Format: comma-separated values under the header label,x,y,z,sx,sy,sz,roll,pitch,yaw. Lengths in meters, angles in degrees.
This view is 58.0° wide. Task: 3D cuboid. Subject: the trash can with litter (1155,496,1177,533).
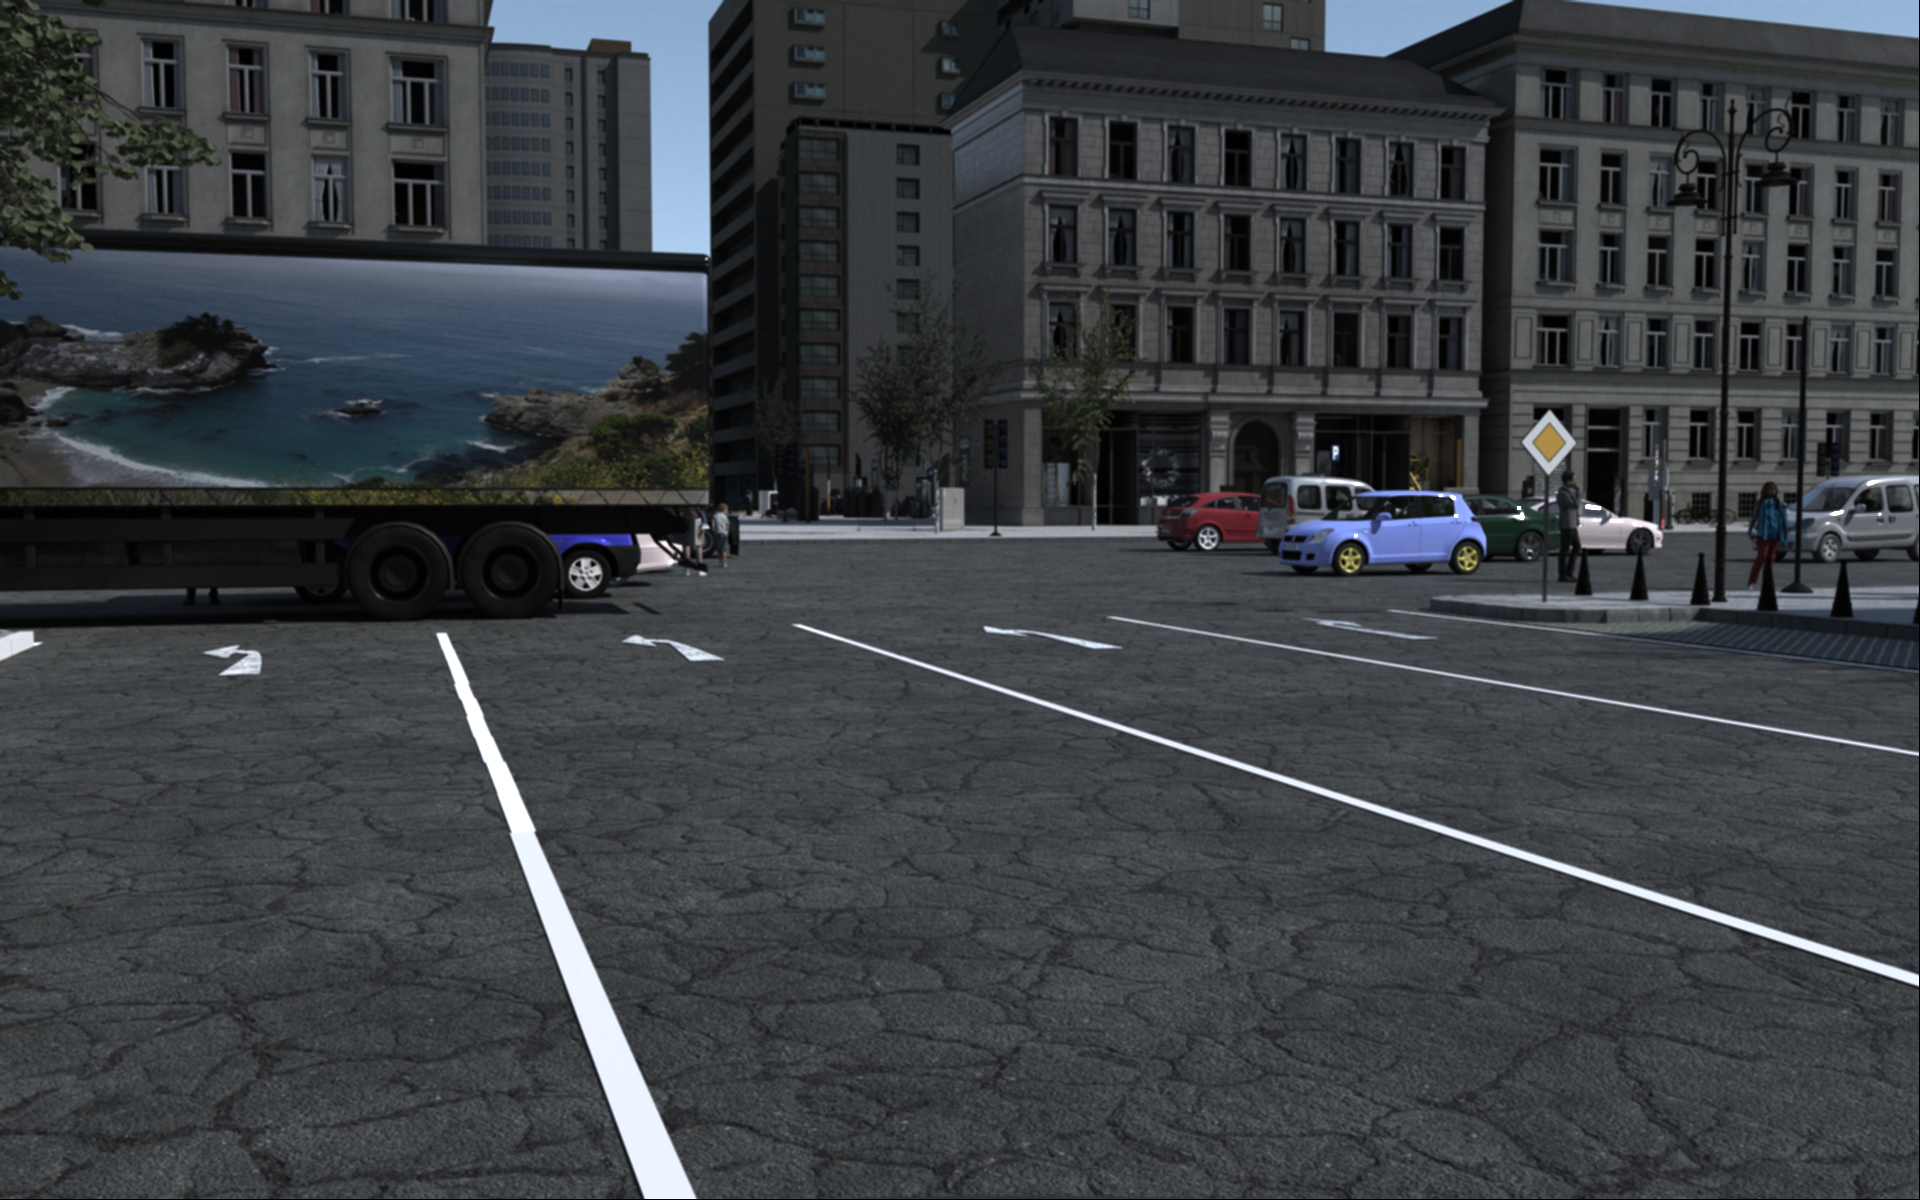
label,x,y,z,sx,sy,sz,roll,pitch,yaw
trash can with litter,7.258,-2.821,57.182,1.678,1.210,2.233,2,4,34

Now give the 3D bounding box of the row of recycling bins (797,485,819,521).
label,x,y,z,sx,sy,sz,roll,pitch,yaw
row of recycling bins,-7.351,-4.695,83.872,1.069,1.692,3.534,0,4,-2

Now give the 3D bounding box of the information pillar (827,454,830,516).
label,x,y,z,sx,sy,sz,roll,pitch,yaw
information pillar,-7.701,-6.735,101.478,0.183,3.616,0.504,-1,4,-11

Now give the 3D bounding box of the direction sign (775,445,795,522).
label,x,y,z,sx,sy,sz,roll,pitch,yaw
direction sign,-8.003,-5.337,79.256,0.876,3.537,0.379,-1,4,-8

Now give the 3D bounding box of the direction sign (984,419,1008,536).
label,x,y,z,sx,sy,sz,roll,pitch,yaw
direction sign,1.090,-3.720,52.819,0.876,3.537,0.379,3,4,39

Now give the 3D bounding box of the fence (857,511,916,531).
label,x,y,z,sx,sy,sz,roll,pitch,yaw
fence,-2.579,-2.776,60.770,2.069,0.683,0.278,0,4,8

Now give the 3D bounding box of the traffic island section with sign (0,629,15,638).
label,x,y,z,sx,sy,sz,roll,pitch,yaw
traffic island section with sign,-9.560,-0.441,15.340,2.006,1.907,1.989,-1,4,-18

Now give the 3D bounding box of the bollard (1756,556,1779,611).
label,x,y,z,sx,sy,sz,roll,pitch,yaw
bollard,8.897,-0.185,19.065,0.229,0.601,0.229,0,3,0

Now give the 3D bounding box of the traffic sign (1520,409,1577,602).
label,x,y,z,sx,sy,sz,roll,pitch,yaw
traffic sign,6.925,-1.029,20.464,0.795,2.450,0.064,-1,4,-18

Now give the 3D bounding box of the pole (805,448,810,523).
label,x,y,z,sx,sy,sz,roll,pitch,yaw
pole,-6.736,-5.065,76.661,0.158,3.312,0.155,0,3,0

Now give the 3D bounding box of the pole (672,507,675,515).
label,x,y,z,sx,sy,sz,roll,pitch,yaw
pole,-16.542,-6.480,99.796,0.158,3.312,0.155,0,3,0

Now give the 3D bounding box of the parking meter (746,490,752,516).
label,x,y,z,sx,sy,sz,roll,pitch,yaw
parking meter,-12.488,-5.758,102.555,0.372,1.533,0.369,0,3,0

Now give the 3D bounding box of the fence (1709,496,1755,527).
label,x,y,z,sx,sy,sz,roll,pitch,yaw
fence,30.333,-3.470,67.944,2.264,1.192,0.480,-2,4,-31

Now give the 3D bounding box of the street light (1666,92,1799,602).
label,x,y,z,sx,sy,sz,roll,pitch,yaw
street light,9.042,-2.915,20.448,0.468,5.910,1.993,-1,4,-18

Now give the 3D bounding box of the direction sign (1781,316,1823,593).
label,x,y,z,sx,sy,sz,roll,pitch,yaw
direction sign,10.918,-1.865,22.484,0.379,3.537,0.876,2,4,24

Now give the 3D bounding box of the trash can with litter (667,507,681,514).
label,x,y,z,sx,sy,sz,roll,pitch,yaw
trash can with litter,-18.102,-6.001,109.510,1.055,1.170,0.624,0,4,-2

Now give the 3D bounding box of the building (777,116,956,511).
label,x,y,z,sx,sy,sz,roll,pitch,yaw
building,-7.429,-22.373,137.503,14.160,30.474,14.107,-1,4,-18

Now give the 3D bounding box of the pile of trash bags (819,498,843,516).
label,x,y,z,sx,sy,sz,roll,pitch,yaw
pile of trash bags,-6.708,-5.762,103.962,3.447,1.369,1.912,-1,4,-12

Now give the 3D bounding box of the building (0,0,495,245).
label,x,y,z,sx,sy,sz,roll,pitch,yaw
building,-32.304,-14.048,62.963,30.059,22.955,16.112,-1,4,-18

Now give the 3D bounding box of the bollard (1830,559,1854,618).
label,x,y,z,sx,sy,sz,roll,pitch,yaw
bollard,9.220,-0.125,18.087,0.229,0.601,0.229,0,3,0

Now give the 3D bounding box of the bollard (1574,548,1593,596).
label,x,y,z,sx,sy,sz,roll,pitch,yaw
bollard,7.922,-0.364,21.988,0.229,0.601,0.229,0,3,0

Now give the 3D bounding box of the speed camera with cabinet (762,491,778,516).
label,x,y,z,sx,sy,sz,roll,pitch,yaw
speed camera with cabinet,-10.061,-6.231,96.220,0.660,3.252,2.038,3,5,44

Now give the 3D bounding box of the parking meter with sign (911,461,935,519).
label,x,y,z,sx,sy,sz,roll,pitch,yaw
parking meter with sign,-2.045,-5.819,91.400,0.543,3.016,1.738,2,4,24

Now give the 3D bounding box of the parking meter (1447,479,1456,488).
label,x,y,z,sx,sy,sz,roll,pitch,yaw
parking meter,19.181,-3.777,67.461,0.399,1.863,0.255,1,4,19

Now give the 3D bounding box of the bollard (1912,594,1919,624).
label,x,y,z,sx,sy,sz,roll,pitch,yaw
bollard,9.544,-0.065,17.107,0.229,0.601,0.229,0,3,0

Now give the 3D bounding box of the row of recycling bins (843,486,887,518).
label,x,y,z,sx,sy,sz,roll,pitch,yaw
row of recycling bins,-5.203,-5.326,94.187,1.069,1.692,3.534,-3,4,-37

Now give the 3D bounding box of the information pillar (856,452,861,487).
label,x,y,z,sx,sy,sz,roll,pitch,yaw
information pillar,-5.665,-6.433,96.535,0.183,3.616,0.504,-2,4,-31

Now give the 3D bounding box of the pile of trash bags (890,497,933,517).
label,x,y,z,sx,sy,sz,roll,pitch,yaw
pile of trash bags,-2.140,-5.391,97.894,3.447,1.369,1.912,-2,4,-25

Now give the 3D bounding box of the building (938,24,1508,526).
label,x,y,z,sx,sy,sz,roll,pitch,yaw
building,2.362,-13.555,72.529,40.483,20.767,10.553,-1,4,-18

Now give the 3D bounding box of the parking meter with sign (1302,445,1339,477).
label,x,y,z,sx,sy,sz,roll,pitch,yaw
parking meter with sign,12.744,-4.049,62.458,1.738,3.016,0.543,3,5,40

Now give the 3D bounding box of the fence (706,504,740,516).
label,x,y,z,sx,sy,sz,roll,pitch,yaw
fence,-11.547,-4.234,84.601,2.069,0.683,0.278,2,4,24

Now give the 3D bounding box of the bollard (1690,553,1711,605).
label,x,y,z,sx,sy,sz,roll,pitch,yaw
bollard,8.572,-0.245,20.040,0.229,0.601,0.229,0,3,0

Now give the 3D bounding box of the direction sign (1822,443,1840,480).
label,x,y,z,sx,sy,sz,roll,pitch,yaw
direction sign,38.264,-5.162,76.394,0.876,3.537,0.379,1,4,22

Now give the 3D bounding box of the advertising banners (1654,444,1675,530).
label,x,y,z,sx,sy,sz,roll,pitch,yaw
advertising banners,24.924,-3.986,61.356,0.090,3.025,2.074,3,5,41

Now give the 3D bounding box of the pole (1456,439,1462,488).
label,x,y,z,sx,sy,sz,roll,pitch,yaw
pole,18.576,-4.324,64.540,0.158,3.312,0.155,0,3,0

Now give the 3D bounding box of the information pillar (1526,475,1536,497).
label,x,y,z,sx,sy,sz,roll,pitch,yaw
information pillar,22.401,-3.885,68.012,0.304,2.012,0.304,0,4,6

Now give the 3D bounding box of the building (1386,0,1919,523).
label,x,y,z,sx,sy,sz,roll,pitch,yaw
building,35.027,-15.456,85.993,30.059,22.955,16.112,-1,4,-18

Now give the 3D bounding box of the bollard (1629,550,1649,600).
label,x,y,z,sx,sy,sz,roll,pitch,yaw
bollard,8.246,-0.304,21.013,0.229,0.601,0.229,0,3,0

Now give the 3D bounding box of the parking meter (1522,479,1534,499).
label,x,y,z,sx,sy,sz,roll,pitch,yaw
parking meter,21.307,-3.626,64.989,0.399,1.863,0.255,0,4,-6

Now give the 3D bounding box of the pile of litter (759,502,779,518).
label,x,y,z,sx,sy,sz,roll,pitch,yaw
pile of litter,-9.991,-4.883,93.801,1.719,0.858,1.176,1,4,13

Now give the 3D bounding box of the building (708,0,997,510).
label,x,y,z,sx,sy,sz,roll,pitch,yaw
building,-9.944,-32.527,155.512,21.300,48.544,21.600,-1,4,-18

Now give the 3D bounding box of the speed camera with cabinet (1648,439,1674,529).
label,x,y,z,sx,sy,sz,roll,pitch,yaw
speed camera with cabinet,25.673,-4.225,63.408,0.660,3.252,2.038,2,4,32
